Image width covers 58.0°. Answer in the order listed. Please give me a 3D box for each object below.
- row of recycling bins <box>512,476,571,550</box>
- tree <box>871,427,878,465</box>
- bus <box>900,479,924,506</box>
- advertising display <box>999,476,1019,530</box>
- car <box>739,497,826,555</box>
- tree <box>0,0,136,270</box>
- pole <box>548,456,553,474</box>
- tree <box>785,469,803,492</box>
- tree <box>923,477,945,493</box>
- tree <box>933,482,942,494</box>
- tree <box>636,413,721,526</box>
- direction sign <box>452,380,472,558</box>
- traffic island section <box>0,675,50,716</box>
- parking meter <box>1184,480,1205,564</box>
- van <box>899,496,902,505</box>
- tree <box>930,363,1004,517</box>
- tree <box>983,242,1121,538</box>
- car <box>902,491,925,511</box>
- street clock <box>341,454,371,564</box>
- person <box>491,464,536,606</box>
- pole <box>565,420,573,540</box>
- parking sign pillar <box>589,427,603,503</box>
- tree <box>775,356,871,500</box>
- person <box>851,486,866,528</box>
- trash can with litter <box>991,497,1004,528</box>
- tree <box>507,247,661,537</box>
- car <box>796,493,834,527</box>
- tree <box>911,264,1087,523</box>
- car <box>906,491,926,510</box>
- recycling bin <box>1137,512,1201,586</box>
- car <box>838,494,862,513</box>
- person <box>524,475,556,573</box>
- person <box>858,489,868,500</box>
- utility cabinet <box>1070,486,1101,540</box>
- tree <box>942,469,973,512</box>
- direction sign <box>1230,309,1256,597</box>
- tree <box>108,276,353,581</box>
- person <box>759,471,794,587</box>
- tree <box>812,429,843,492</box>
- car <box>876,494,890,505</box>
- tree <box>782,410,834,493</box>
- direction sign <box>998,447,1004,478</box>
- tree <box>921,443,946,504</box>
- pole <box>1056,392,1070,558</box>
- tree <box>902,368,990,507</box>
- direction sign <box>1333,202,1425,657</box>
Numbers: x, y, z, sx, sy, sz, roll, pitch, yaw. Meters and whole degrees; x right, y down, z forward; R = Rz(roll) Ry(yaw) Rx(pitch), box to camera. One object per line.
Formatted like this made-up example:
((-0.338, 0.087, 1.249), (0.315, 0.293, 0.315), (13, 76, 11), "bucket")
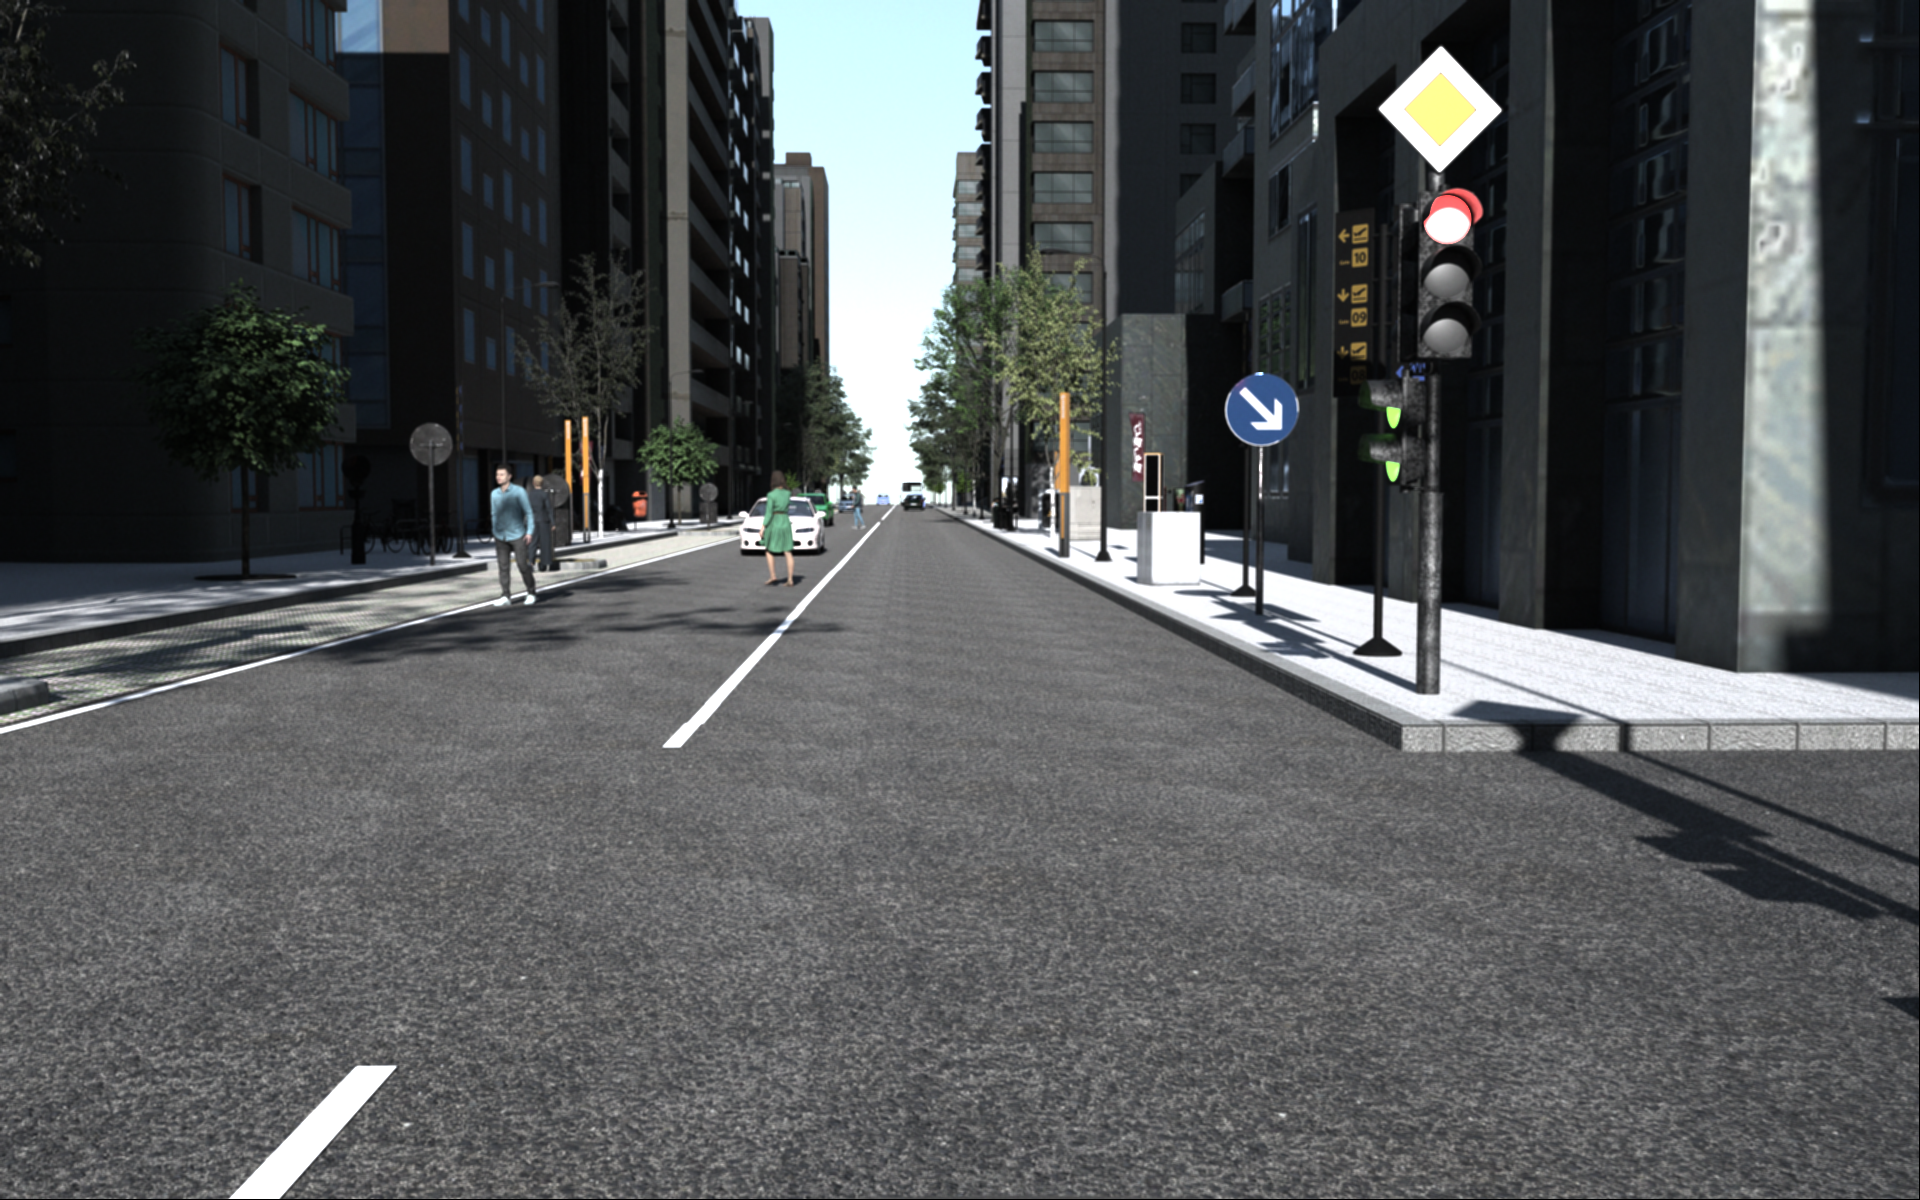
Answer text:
((-10.021, -2.112, 41.637), (1.069, 1.692, 3.534), (0, 4, -2), "row of recycling bins")
((-16.674, -20.719, 245.406), (9.857, 13.997, 8.962), (0, 3, 0), "tree")
((-5.828, -13.218, 210.971), (2.948, 3.499, 13.247), (0, 4, -1), "bus")
((1.763, -3.507, 62.549), (0.123, 1.923, 0.974), (3, 5, 42), "advertising display")
((-4.272, -1.814, 42.018), (2.083, 1.381, 4.827), (0, 4, -2), "car")
((-10.161, -4.088, 17.199), (4.360, 8.622, 3.978), (0, 3, 0), "tree")
((-15.488, -4.382, 65.497), (0.158, 3.312, 0.155), (0, 3, 0), "pole")
((-13.266, -8.545, 134.315), (1.663, 3.219, 1.824), (0, 3, 0), "tree")
((-3.595, -15.549, 237.936), (4.285, 4.588, 4.351), (0, 3, 0), "tree")
((-2.489, -12.777, 203.503), (1.663, 3.219, 1.824), (0, 3, 0), "tree")
((-11.493, -5.316, 70.624), (4.285, 4.588, 4.351), (0, 3, 0), "tree")
((-10.013, -2.614, 34.728), (0.379, 3.537, 0.876), (-1, 4, -23), "direction sign")
((-7.155, 0.700, 10.829), (2.009, 0.180, 2.903), (0, 4, -2), "traffic island section")
((4.311, -1.431, 31.816), (0.372, 1.533, 0.369), (0, 3, 0), "parking meter")
((-6.997, -13.444, 226.821), (2.013, 2.044, 4.112), (0, 4, -3), "van")
((0.587, -8.918, 96.171), (4.360, 8.622, 3.978), (0, 3, 0), "tree")
((2.715, -6.114, 50.327), (4.737, 8.622, 4.395), (0, 3, 0), "tree")
((-4.021, -8.552, 149.606), (2.009, 1.686, 4.222), (0, 4, -2), "car")
((-11.017, -1.657, 31.664), (0.358, 2.002, 0.471), (3, 5, 43), "street clock")
((-5.759, -0.849, 22.407), (0.660, 1.820, 0.620), (1, 4, 15), "person")
((-10.806, -3.300, 47.800), (0.158, 3.312, 0.155), (0, 3, 0), "pole")
((-14.859, -5.007, 70.330), (1.447, 3.967, 1.447), (-2, 4, -24), "parking sign pillar")
((-14.619, -15.540, 160.740), (9.857, 13.997, 8.962), (0, 3, 0), "tree")
((-4.307, -3.880, 72.284), (0.721, 1.781, 0.623), (-2, 4, -29), "person")
((1.413, -3.280, 65.018), (0.624, 1.170, 1.055), (0, 4, -6), "trash can with litter")
((-10.902, -6.180, 51.406), (4.360, 8.622, 3.978), (0, 3, 0), "tree")
((-6.609, -4.168, 76.939), (1.959, 1.807, 4.718), (0, 4, 0), "car")
((1.760, -9.267, 77.266), (9.928, 11.665, 9.643), (0, 3, 0), "tree")
((-3.963, -8.843, 154.171), (1.945, 1.707, 3.694), (0, 4, -2), "car")
((2.954, -0.734, 24.550), (0.722, 1.027, 0.722), (-1, 4, -13), "recycling bin")
((-8.466, -7.456, 133.904), (2.014, 1.417, 4.499), (0, 4, -2), "car")
((-7.647, -1.381, 31.496), (0.576, 1.772, 0.534), (-1, 4, -12), "person")
((-8.228, -8.160, 141.914), (1.348, 1.824, 0.705), (-1, 4, -14), "person")
((3.499, -2.383, 47.637), (1.173, 1.500, 0.318), (-3, 5, -43), "utility cabinet")
((0.106, -7.927, 124.204), (1.663, 3.219, 1.824), (0, 3, 0), "tree")
((3.589, -1.815, 21.666), (0.379, 3.537, 0.876), (0, 4, 1), "direction sign")
((-10.934, -2.596, 26.165), (4.285, 4.588, 4.351), (0, 3, 0), "tree")
((-2.812, -1.109, 26.880), (0.529, 1.795, 0.600), (3, 4, 38), "person")
((-14.802, -14.417, 186.073), (4.737, 8.622, 4.395), (0, 3, 0), "tree")
((-10.260, -13.578, 231.592), (1.945, 1.707, 3.694), (0, 4, -1), "car")
((-13.359, -12.333, 152.011), (4.360, 8.622, 3.978), (0, 3, 0), "tree")
((1.956, -5.617, 83.829), (0.379, 3.537, 0.876), (-1, 4, -21), "direction sign")
((-3.342, -16.970, 227.822), (4.737, 8.622, 4.395), (0, 3, 0), "tree")
((2.105, -2.509, 34.860), (0.158, 3.312, 0.155), (0, 3, 0), "pole")
((-0.660, -16.208, 171.648), (9.857, 13.997, 8.962), (0, 3, 0), "tree")
((3.337, -1.329, 13.734), (0.379, 3.537, 0.876), (-3, 5, -45), "direction sign")
